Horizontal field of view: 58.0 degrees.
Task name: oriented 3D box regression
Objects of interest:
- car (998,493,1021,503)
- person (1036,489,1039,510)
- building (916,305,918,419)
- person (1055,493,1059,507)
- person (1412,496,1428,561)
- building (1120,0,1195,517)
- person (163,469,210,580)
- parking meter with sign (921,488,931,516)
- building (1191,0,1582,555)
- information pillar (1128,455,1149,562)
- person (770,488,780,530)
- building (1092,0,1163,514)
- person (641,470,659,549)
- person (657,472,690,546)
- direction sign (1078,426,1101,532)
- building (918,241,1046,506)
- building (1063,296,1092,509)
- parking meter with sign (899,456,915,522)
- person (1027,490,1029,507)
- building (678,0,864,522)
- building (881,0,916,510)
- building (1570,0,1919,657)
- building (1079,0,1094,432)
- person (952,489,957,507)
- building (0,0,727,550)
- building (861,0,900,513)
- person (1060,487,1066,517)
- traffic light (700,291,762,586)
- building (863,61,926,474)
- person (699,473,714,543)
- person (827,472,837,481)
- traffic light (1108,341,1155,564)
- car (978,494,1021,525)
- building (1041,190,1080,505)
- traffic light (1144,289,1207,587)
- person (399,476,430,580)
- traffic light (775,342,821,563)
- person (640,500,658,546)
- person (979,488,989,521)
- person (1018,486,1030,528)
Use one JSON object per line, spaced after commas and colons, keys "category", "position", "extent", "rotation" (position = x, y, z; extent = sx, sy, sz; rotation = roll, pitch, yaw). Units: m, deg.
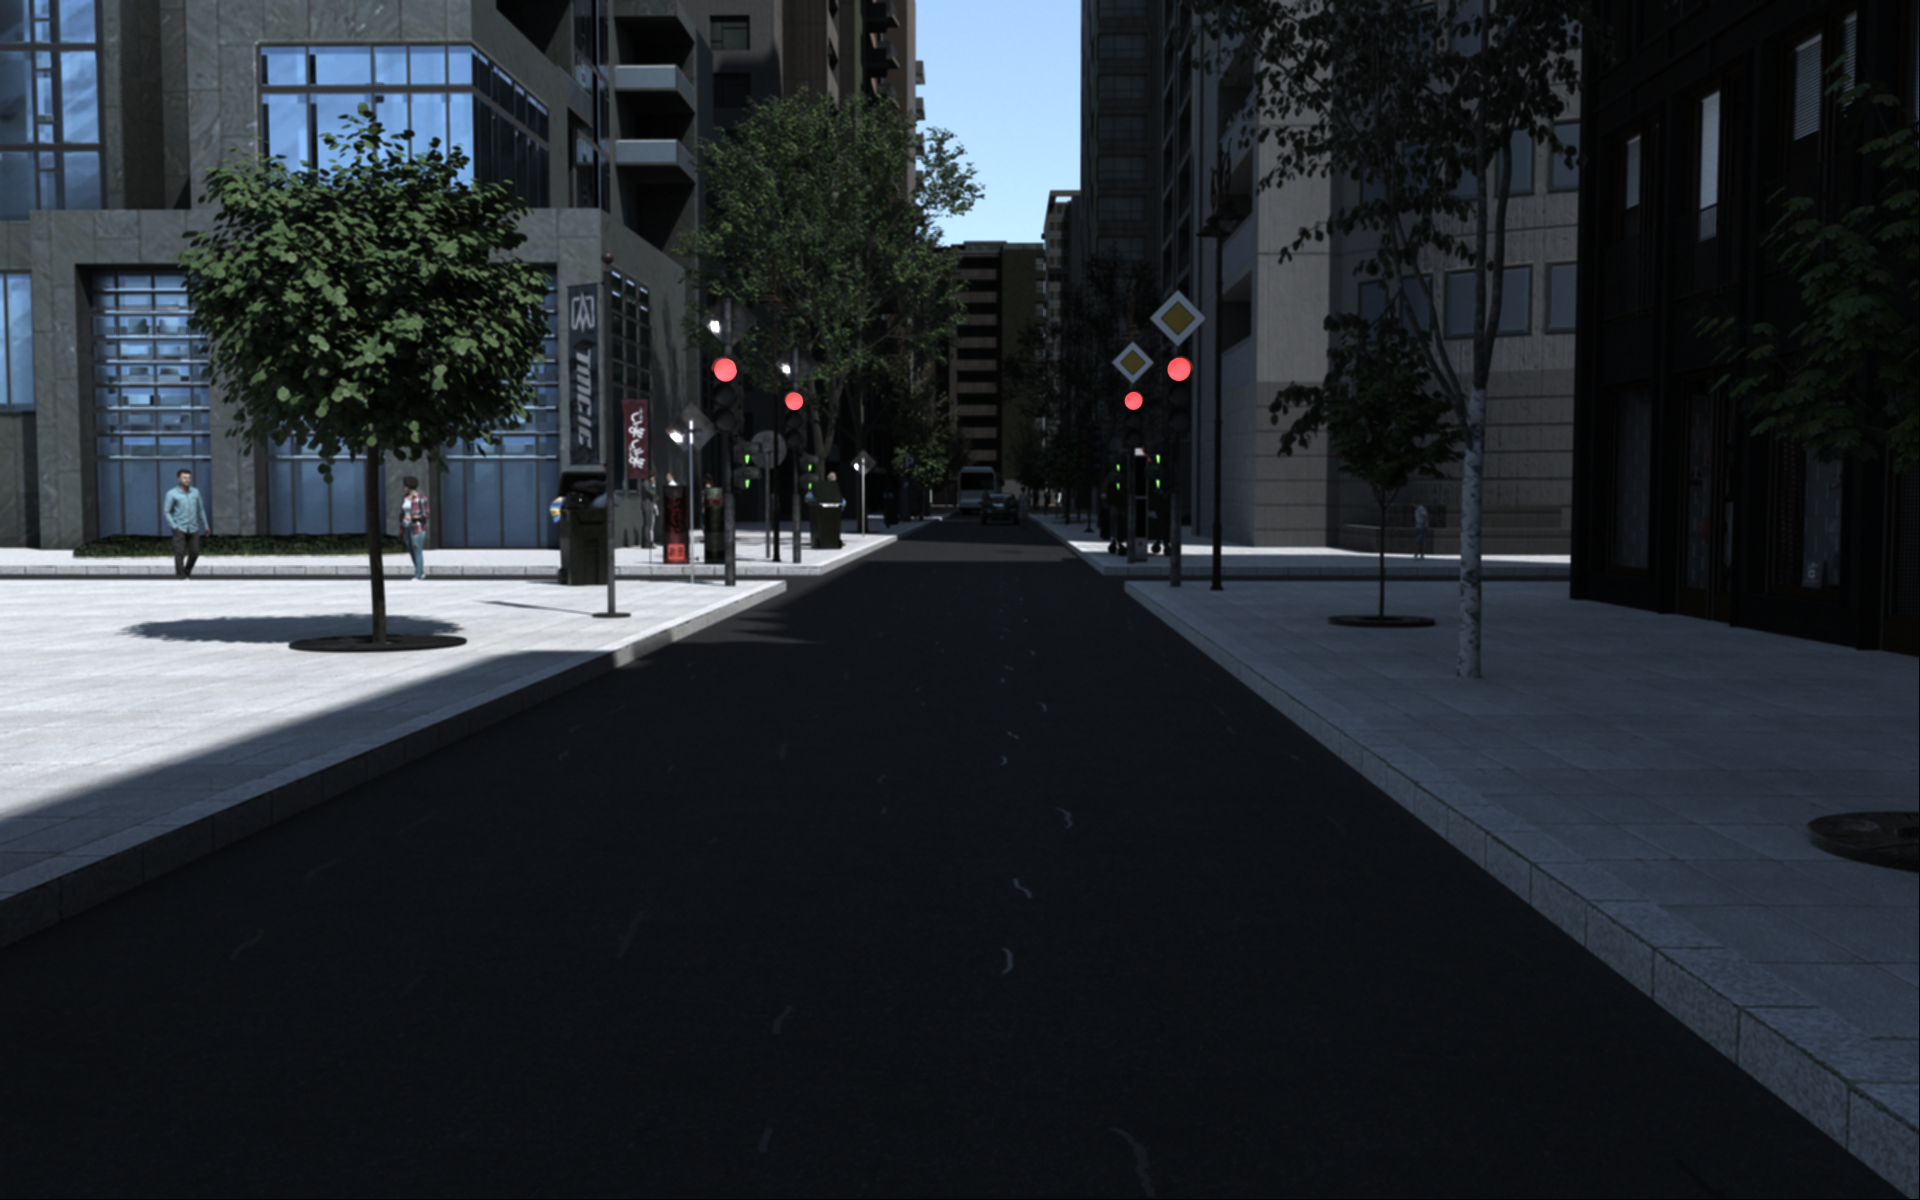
{"category": "car", "position": [2.878, -6.316, 112.311], "extent": [2.155, 1.783, 4.494], "rotation": [0, 4, 2]}
{"category": "person", "position": [6.290, -8.280, 142.135], "extent": [0.721, 1.736, 1.217], "rotation": [0, 4, 4]}
{"category": "building", "position": [-11.347, -26.241, 200.743], "extent": [14.107, 30.474, 14.160], "rotation": [0, 4, 1]}
{"category": "person", "position": [9.582, -10.131, 171.772], "extent": [0.705, 1.812, 1.348], "rotation": [0, 4, -2]}
{"category": "person", "position": [8.884, -1.391, 33.471], "extent": [0.352, 1.250, 0.332], "rotation": [2, 4, 31]}
{"category": "building", "position": [18.755, -39.426, 82.861], "extent": [20.563, 71.187, 20.611], "rotation": [0, 4, 1]}
{"category": "person", "position": [-12.069, -1.127, 26.954], "extent": [0.620, 1.820, 0.660], "rotation": [2, 4, 33]}
{"category": "parking meter with sign", "position": [-1.987, -6.496, 102.467], "extent": [0.543, 3.016, 1.738], "rotation": [-1, 4, -12]}
{"category": "building", "position": [21.191, -30.705, 44.031], "extent": [28.212, 58.520, 21.231], "rotation": [0, 4, 1]}
{"category": "information pillar", "position": [3.378, -1.735, 32.860], "extent": [0.304, 2.012, 0.304], "rotation": [-1, 4, -13]}
{"category": "person", "position": [-6.565, -3.203, 61.001], "extent": [0.503, 1.515, 0.523], "rotation": [1, 4, 11]}
{"category": "building", "position": [15.859, -26.459, 116.200], "extent": [14.154, 41.232, 14.086], "rotation": [0, 4, 1]}
{"category": "person", "position": [-7.298, -2.138, 40.806], "extent": [0.447, 1.846, 0.655], "rotation": [-1, 4, -22]}
{"category": "person", "position": [-7.166, -2.264, 43.155], "extent": [0.850, 1.850, 0.679], "rotation": [-1, 4, -18]}
{"category": "direction sign", "position": [4.334, -4.037, 58.007], "extent": [0.876, 3.537, 0.379], "rotation": [-2, 4, -25]}
{"category": "building", "position": [2.760, -26.230, 200.556], "extent": [14.107, 30.474, 14.160], "rotation": [0, 4, 1]}
{"category": "building", "position": [24.219, -19.601, 165.523], "extent": [27.650, 21.520, 28.899], "rotation": [0, 4, 1]}
{"category": "parking meter with sign", "position": [-2.530, -5.163, 80.680], "extent": [0.543, 3.016, 1.738], "rotation": [-1, 4, -14]}
{"category": "person", "position": [6.720, -10.072, 171.442], "extent": [0.721, 1.735, 1.217], "rotation": [-2, 4, -30]}
{"category": "building", "position": [-12.289, -19.135, 84.565], "extent": [14.160, 30.474, 14.107], "rotation": [0, 4, 1]}
{"category": "building", "position": [-10.875, -30.167, 143.338], "extent": [14.600, 45.320, 14.200], "rotation": [0, 4, 1]}
{"category": "building", "position": [13.444, -11.181, 12.487], "extent": [12.332, 23.373, 15.834], "rotation": [0, 4, 1]}
{"category": "building", "position": [23.496, -33.468, 136.435], "extent": [28.713, 52.752, 27.495], "rotation": [0, 4, 1]}
{"category": "person", "position": [-0.535, -10.208, 173.022], "extent": [0.705, 1.814, 1.350], "rotation": [1, 4, 18]}
{"category": "building", "position": [-18.894, -45.249, 52.498], "extent": [22.319, 86.520, 31.000], "rotation": [0, 4, 1]}
{"category": "building", "position": [-15.722, -28.577, 121.860], "extent": [22.147, 44.769, 28.867], "rotation": [0, 4, 1]}
{"category": "person", "position": [5.827, -5.549, 96.873], "extent": [0.391, 1.810, 0.635], "rotation": [2, 4, 26]}
{"category": "traffic light", "position": [-3.188, -2.148, 24.044], "extent": [0.839, 4.253, 0.868], "rotation": [0, 4, 1]}
{"category": "building", "position": [-18.768, -33.572, 168.508], "extent": [30.456, 49.044, 23.786], "rotation": [0, 4, 1]}
{"category": "person", "position": [-6.663, -2.415, 45.543], "extent": [0.388, 1.821, 0.555], "rotation": [0, 4, -8]}
{"category": "person", "position": [-3.325, -2.361, 44.518], "extent": [0.514, 1.842, 0.818], "rotation": [2, 4, 33]}
{"category": "traffic light", "position": [3.152, -2.629, 31.905], "extent": [0.839, 4.253, 0.868], "rotation": [0, 4, 1]}
{"category": "car", "position": [1.915, -4.324, 82.502], "extent": [2.131, 1.459, 4.920], "rotation": [0, 4, 1]}
{"category": "building", "position": [22.012, -31.631, 209.051], "extent": [23.993, 40.220, 32.217], "rotation": [0, 4, 1]}
{"category": "traffic light", "position": [2.972, -2.141, 23.922], "extent": [0.839, 4.253, 0.868], "rotation": [0, 4, 1]}
{"category": "person", "position": [-8.711, -1.124, 27.714], "extent": [0.563, 1.720, 0.643], "rotation": [2, 4, 31]}
{"category": "traffic light", "position": [-3.009, -2.636, 32.027], "extent": [0.839, 4.253, 0.868], "rotation": [0, 4, 1]}
{"category": "person", "position": [-7.607, -1.958, 42.343], "extent": [0.425, 1.301, 0.394], "rotation": [-2, 4, -30]}
{"category": "person", "position": [1.325, -5.189, 93.677], "extent": [0.599, 1.781, 0.374], "rotation": [1, 4, 15]}
{"category": "person", "position": [2.719, -3.920, 73.170], "extent": [0.480, 1.755, 0.524], "rotation": [0, 4, 6]}
